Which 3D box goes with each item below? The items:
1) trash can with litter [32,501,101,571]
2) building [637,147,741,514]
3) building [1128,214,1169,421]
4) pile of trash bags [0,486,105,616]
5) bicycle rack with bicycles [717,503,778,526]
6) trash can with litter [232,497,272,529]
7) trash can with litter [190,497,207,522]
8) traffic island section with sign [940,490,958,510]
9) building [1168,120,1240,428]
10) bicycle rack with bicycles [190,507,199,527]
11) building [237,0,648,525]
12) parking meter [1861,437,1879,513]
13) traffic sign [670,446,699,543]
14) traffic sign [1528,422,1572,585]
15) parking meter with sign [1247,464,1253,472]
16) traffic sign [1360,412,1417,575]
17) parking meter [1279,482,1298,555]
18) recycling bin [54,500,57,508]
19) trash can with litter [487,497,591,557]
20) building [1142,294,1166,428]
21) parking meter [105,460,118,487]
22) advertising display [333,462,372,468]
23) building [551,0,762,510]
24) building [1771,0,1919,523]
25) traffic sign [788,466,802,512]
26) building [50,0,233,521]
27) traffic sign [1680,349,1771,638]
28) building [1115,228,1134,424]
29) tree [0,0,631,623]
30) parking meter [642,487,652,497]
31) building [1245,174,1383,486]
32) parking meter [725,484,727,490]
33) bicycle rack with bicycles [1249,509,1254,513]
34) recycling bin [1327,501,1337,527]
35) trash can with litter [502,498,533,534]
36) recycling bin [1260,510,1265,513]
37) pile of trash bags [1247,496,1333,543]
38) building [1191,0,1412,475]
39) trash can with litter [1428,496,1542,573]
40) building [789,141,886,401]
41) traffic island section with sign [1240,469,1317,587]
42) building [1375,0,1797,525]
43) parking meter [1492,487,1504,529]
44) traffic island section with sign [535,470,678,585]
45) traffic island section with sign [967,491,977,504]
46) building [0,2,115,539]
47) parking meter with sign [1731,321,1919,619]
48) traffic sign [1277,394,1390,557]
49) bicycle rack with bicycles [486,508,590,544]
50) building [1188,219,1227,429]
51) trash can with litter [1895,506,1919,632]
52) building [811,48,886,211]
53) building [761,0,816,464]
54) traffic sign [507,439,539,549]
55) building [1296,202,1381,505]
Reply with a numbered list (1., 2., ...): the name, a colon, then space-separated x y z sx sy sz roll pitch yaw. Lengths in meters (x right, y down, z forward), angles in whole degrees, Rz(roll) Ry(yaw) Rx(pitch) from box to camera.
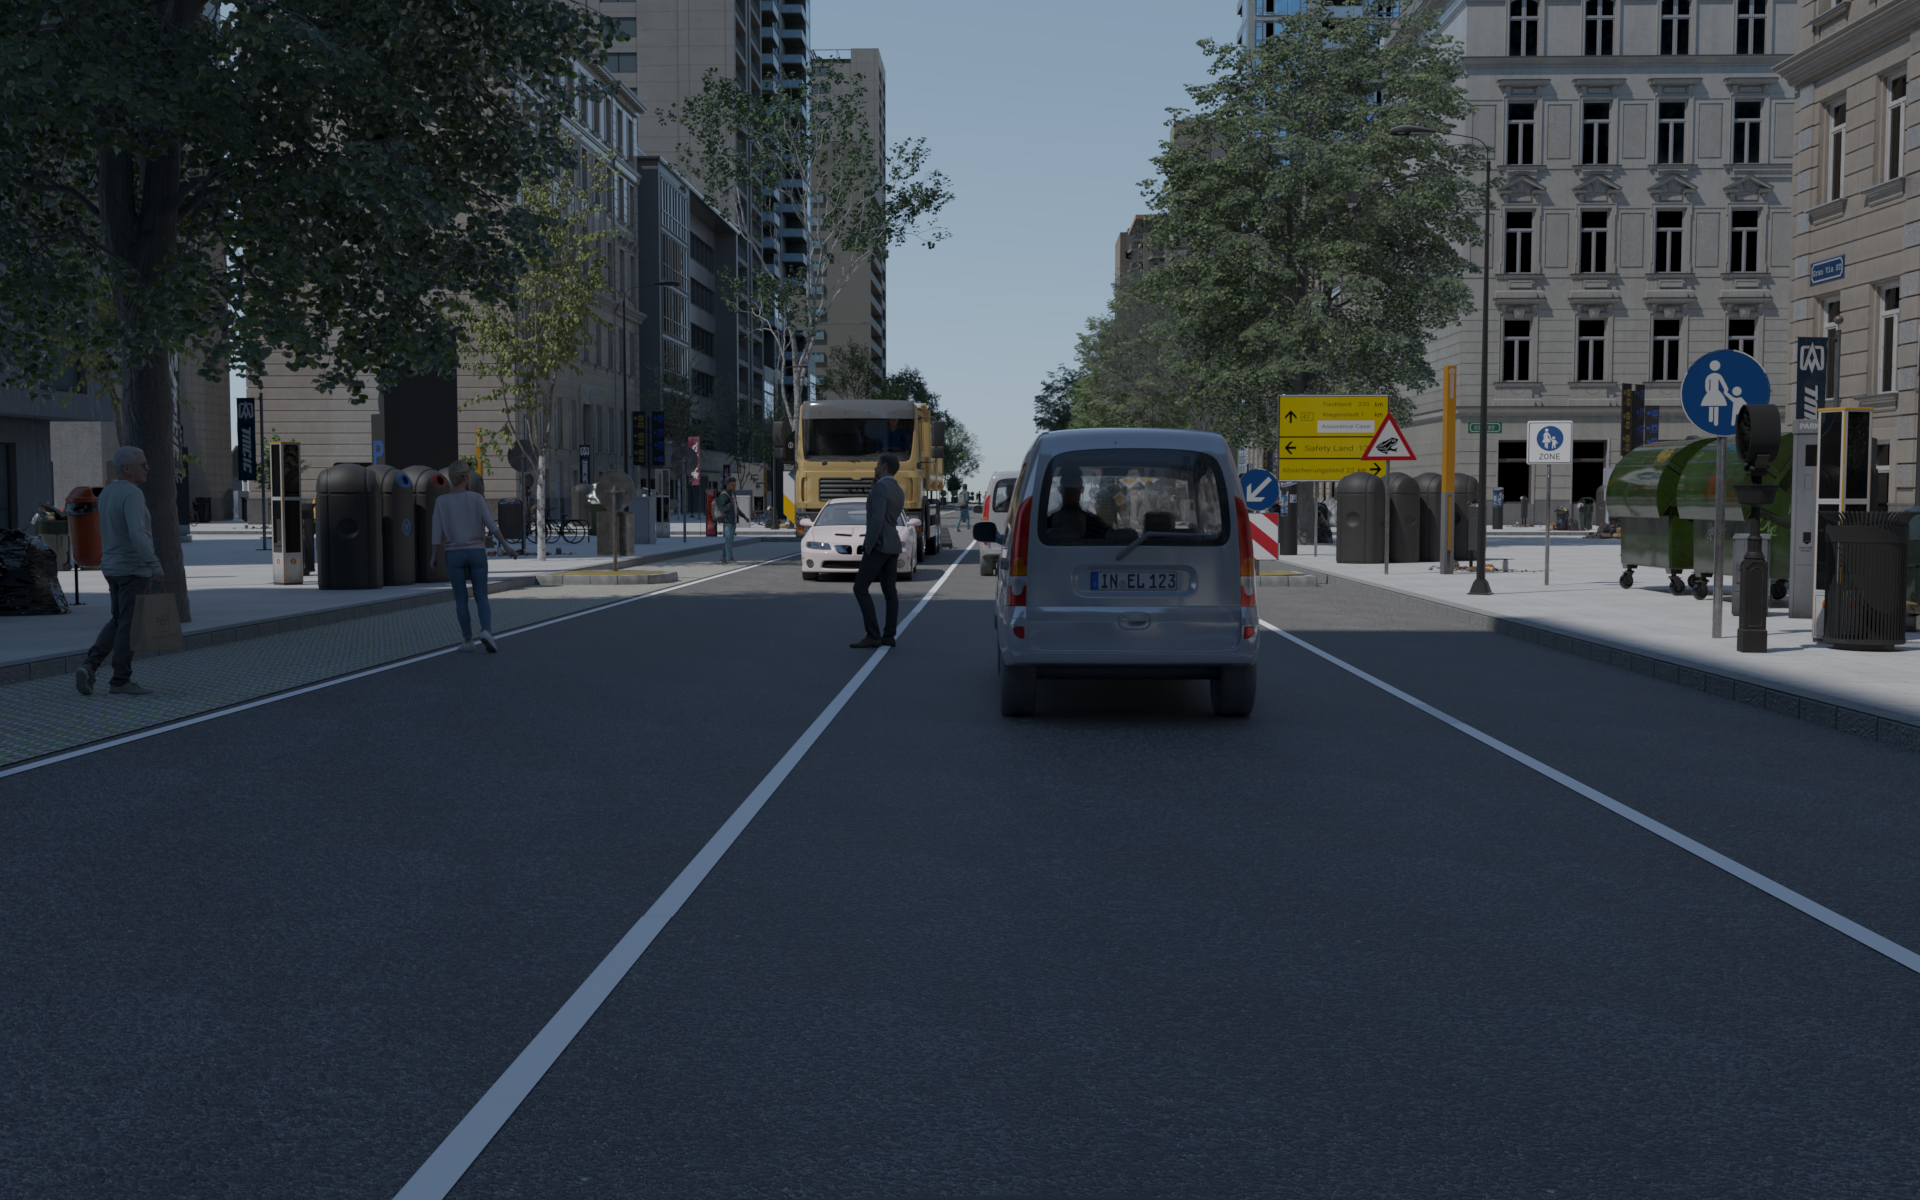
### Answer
1. trash can with litter: -14.894 -1.076 28.977 1.055 1.170 0.624 -3 4 -38
2. building: -23.455 -17.878 111.373 14.314 24.678 30.058 0 4 2
3. building: 36.977 -37.306 264.580 22.147 44.769 28.867 0 4 2
4. pile of trash bags: -10.422 -0.541 18.591 1.912 1.369 3.447 1 4 18
5. bicycle rack with bicycles: -8.807 -3.487 70.395 2.925 0.926 2.852 -2 4 -29
6. trash can with litter: -25.713 -3.244 64.097 2.233 1.210 1.678 -1 4 -11
7. trash can with litter: -34.634 -4.100 78.430 1.055 1.170 0.624 2 4 28
8. traffic island section with sign: -1.458 -9.296 160.624 1.989 1.847 2.006 0 4 2
9. building: 30.077 -31.124 192.473 14.154 41.232 14.086 0 4 2
10. bicycle rack with bicycles: -31.761 -3.351 68.172 2.925 0.926 2.852 3 5 40
11. building: -23.723 -17.523 83.757 12.463 27.353 25.104 0 4 2
12. parking meter: 7.866 -0.588 15.329 0.399 1.863 0.255 0 4 -8
13. traffic sign: -7.290 -2.795 45.800 0.768 2.556 0.104 1 4 9
14. traffic sign: 8.255 -1.356 24.304 0.606 2.300 0.079 1 4 11
15. parking meter with sign: 17.265 -6.272 98.804 1.738 3.016 0.543 3 4 36
16. traffic sign: 6.797 -1.684 27.539 0.884 2.594 0.081 0 4 3
17. parking meter: 6.900 -1.708 36.341 0.372 1.533 0.369 0 3 0
18. recycling bin: -61.120 -6.336 116.151 0.722 1.027 0.722 -1 4 -11
19. trash can with litter: -8.996 -1.542 36.271 2.233 1.210 1.678 -3 4 -37
20. building: 31.810 -28.804 242.638 14.160 30.474 14.107 0 4 2
21. parking meter: -12.631 -1.248 26.113 0.399 1.863 0.255 0 4 -3
22. advertising display: -12.211 -1.832 35.162 0.974 1.923 0.123 0 4 1
23. building: -25.274 -43.256 145.493 20.563 71.187 20.611 0 4 2
24. building: 24.446 -14.084 27.540 12.463 27.353 25.104 0 4 2
25. traffic sign: -4.839 -3.001 52.714 0.795 2.450 0.064 0 4 2
26. building: -45.474 -15.892 77.855 19.932 24.808 12.078 0 4 2
27. traffic sign: 6.738 -0.932 15.340 0.768 2.556 0.104 0 4 6
28. building: 32.861 -38.918 286.415 14.600 45.320 14.200 0 4 2
29. tree: -7.938 -6.743 16.911 9.857 13.997 8.962 0 3 0
30. parking meter: -11.759 -3.467 65.097 0.372 1.533 0.369 0 3 0
31. building: 26.571 -18.077 124.445 11.050 23.489 19.941 0 4 2
32. parking meter: -13.113 -5.661 98.270 0.255 1.863 0.399 -3 5 -40
33. bicycle rack with bicycles: 17.007 -4.753 91.097 2.852 0.926 2.925 -2 4 -32
34. recycling bin: 14.752 -3.351 67.346 0.722 1.027 0.722 -2 4 -26
35. trash can with litter: -13.629 -2.550 53.079 1.055 1.170 0.624 1 4 12
36. recycling bin: 14.270 -4.145 80.325 0.722 1.027 0.722 2 4 26
37. pile of trash bags: 9.601 -2.212 45.923 3.447 1.369 1.912 2 4 26
38. building: 33.181 -51.454 153.952 22.319 86.520 31.000 0 4 2
39. trash can with litter: 8.697 -1.115 29.287 1.678 1.210 2.233 0 4 -6
40. building: -22.223 -37.760 241.077 21.300 48.544 21.600 0 4 2
41. traffic island section with sign: 4.567 -1.170 27.757 1.989 1.847 2.006 0 4 2
42. building: 42.060 -18.400 77.259 44.131 29.872 17.030 0 4 2
43. parking meter: 19.534 -3.332 62.888 0.372 1.533 0.369 0 3 0
44. traffic island section with sign: -5.650 -1.188 28.047 1.989 1.847 2.006 0 4 2
45. traffic island section with sign: 2.009 -15.999 270.216 1.989 1.847 2.006 0 4 2
46. building: -25.683 -16.018 33.599 14.107 30.474 14.160 0 4 2
47. parking meter with sign: 8.933 -1.319 17.828 1.738 3.016 0.543 2 4 27
48. traffic sign: 7.605 -2.537 35.347 2.265 3.308 0.079 0 4 4
49. bicycle rack with bicycles: -10.917 -1.948 45.240 2.925 0.926 2.852 2 4 27
50. building: 30.319 -24.867 178.275 14.160 30.474 14.107 0 4 2
51. trash can with litter: 9.097 -0.307 16.400 0.624 1.170 1.055 3 5 42
52. building: -20.412 -51.702 283.572 20.563 71.187 20.611 0 4 2
53. building: -25.375 -52.529 171.512 22.319 86.520 31.000 0 4 2
54. traffic sign: -10.158 -2.457 40.284 0.768 2.556 0.104 0 4 6
55. building: 25.949 -14.702 105.011 10.561 19.102 19.286 0 4 2
